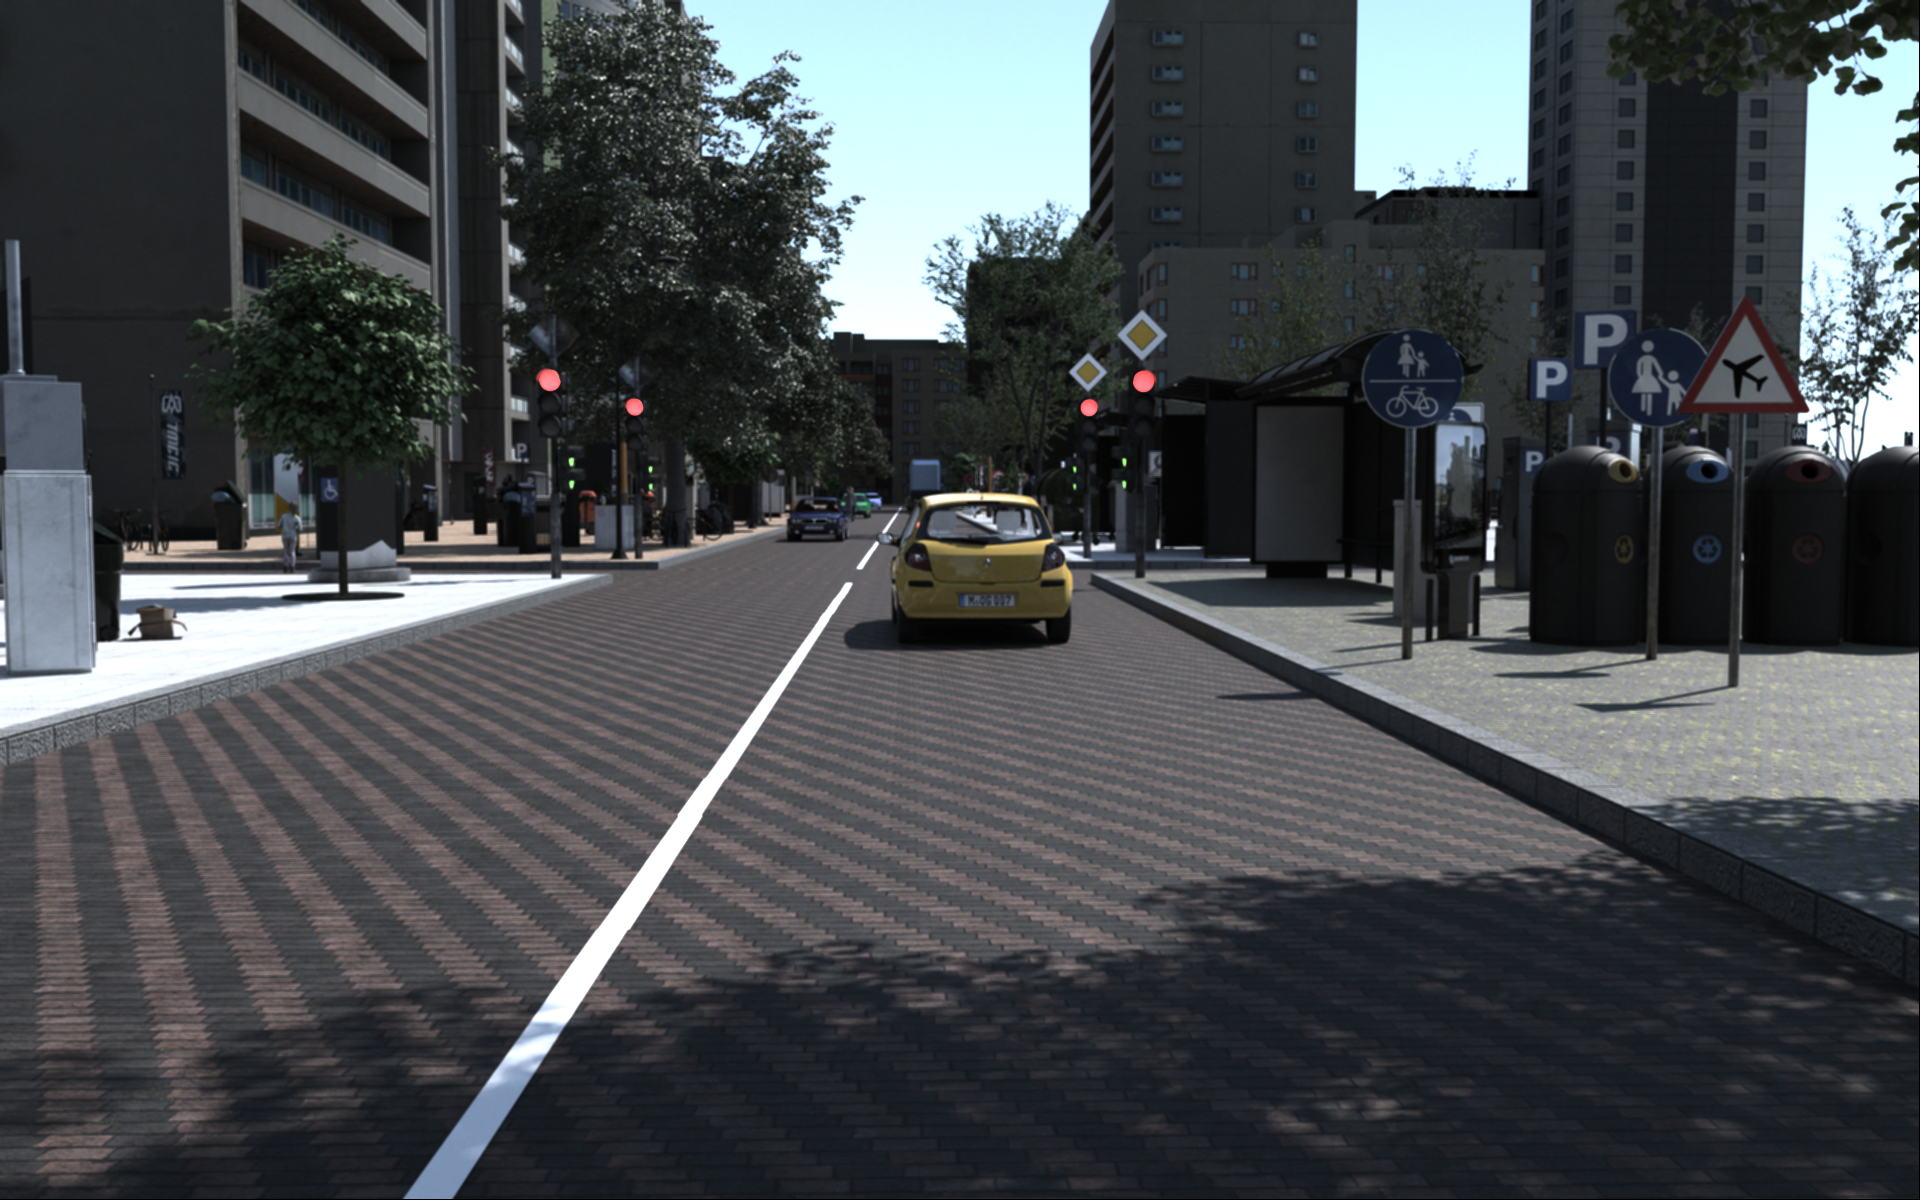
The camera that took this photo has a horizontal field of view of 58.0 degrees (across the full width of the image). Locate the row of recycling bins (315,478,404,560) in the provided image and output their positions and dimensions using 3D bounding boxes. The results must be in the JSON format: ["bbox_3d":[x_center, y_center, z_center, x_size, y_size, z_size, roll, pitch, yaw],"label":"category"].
[{"bbox_3d":[-12.173,-1.711,35.090,1.069,1.692,3.534,0,4,-1],"label":"row of recycling bins"}]

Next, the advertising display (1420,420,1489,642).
[{"bbox_3d":[4.375,-0.618,15.321,0.123,1.923,0.974,3,5,44],"label":"advertising display"}]

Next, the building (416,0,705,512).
[{"bbox_3d":[-35.389,-32.736,158.938,21.600,48.544,21.300,0,4,-2],"label":"building"}]

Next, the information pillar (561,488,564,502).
[{"bbox_3d":[-16.765,-4.232,73.691,0.304,2.012,0.304,1,4,14],"label":"information pillar"}]

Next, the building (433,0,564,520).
[{"bbox_3d":[-28.493,-24.705,87.529,14.154,41.232,14.086,0,4,-2],"label":"building"}]

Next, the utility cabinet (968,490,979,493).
[{"bbox_3d":[0.804,-5.830,104.000,0.318,1.500,1.173,1,4,21],"label":"utility cabinet"}]

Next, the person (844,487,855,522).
[{"bbox_3d":[-5.780,-4.951,89.551,0.767,1.812,0.694,-1,4,-15],"label":"person"}]

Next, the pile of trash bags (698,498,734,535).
[{"bbox_3d":[-8.891,-2.792,55.394,3.447,1.369,1.912,2,4,24],"label":"pile of trash bags"}]

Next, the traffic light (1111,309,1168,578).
[{"bbox_3d":[2.745,-2.296,26.453,0.839,4.253,0.868,0,4,-2],"label":"traffic light"}]

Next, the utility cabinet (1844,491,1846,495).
[{"bbox_3d":[19.017,-1.741,37.138,1.173,1.500,0.318,3,4,37],"label":"utility cabinet"}]

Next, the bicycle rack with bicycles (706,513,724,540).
[{"bbox_3d":[-8.227,-2.067,47.172,2.925,0.926,2.852,1,4,15],"label":"bicycle rack with bicycles"}]

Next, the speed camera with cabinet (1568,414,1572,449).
[{"bbox_3d":[14.967,-2.921,42.099,0.660,3.252,2.038,1,4,22],"label":"speed camera with cabinet"}]

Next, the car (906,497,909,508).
[{"bbox_3d":[-4.683,-10.295,180.677,2.083,1.381,4.827,0,4,-3],"label":"car"}]

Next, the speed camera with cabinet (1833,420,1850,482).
[{"bbox_3d":[23.857,-3.177,46.278,2.038,3.252,0.660,-1,4,-16],"label":"speed camera with cabinet"}]

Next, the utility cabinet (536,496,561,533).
[{"bbox_3d":[-13.563,-2.782,56.642,1.020,1.237,0.306,-1,4,-18],"label":"utility cabinet"}]

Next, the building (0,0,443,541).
[{"bbox_3d":[-30.912,-26.475,56.575,21.300,48.544,21.600,0,4,-2],"label":"building"}]

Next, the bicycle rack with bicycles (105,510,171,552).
[{"bbox_3d":[-19.197,-1.568,39.025,2.852,0.926,2.925,-2,4,-30],"label":"bicycle rack with bicycles"}]

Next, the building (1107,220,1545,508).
[{"bbox_3d":[27.047,-17.837,136.682,27.650,21.520,28.899,0,4,-2],"label":"building"}]

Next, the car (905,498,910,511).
[{"bbox_3d":[-3.705,-8.502,150.802,2.131,1.459,4.920,0,4,-2],"label":"car"}]

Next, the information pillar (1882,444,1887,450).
[{"bbox_3d":[43.124,-5.463,80.670,0.183,3.616,0.504,-2,4,-34],"label":"information pillar"}]

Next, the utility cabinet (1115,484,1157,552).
[{"bbox_3d":[3.894,-1.806,38.204,0.318,1.500,1.173,3,5,40],"label":"utility cabinet"}]

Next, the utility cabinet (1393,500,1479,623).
[{"bbox_3d":[4.861,-0.399,17.685,0.306,1.237,1.020,-2,4,-24],"label":"utility cabinet"}]

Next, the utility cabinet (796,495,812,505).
[{"bbox_3d":[-8.222,-4.823,90.018,1.020,1.237,0.306,0,4,-6],"label":"utility cabinet"}]

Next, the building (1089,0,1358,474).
[{"bbox_3d":[23.703,-32.861,160.985,21.300,48.544,21.600,0,4,-2],"label":"building"}]

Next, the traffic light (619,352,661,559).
[{"bbox_3d":[-6.341,-2.767,34.165,0.839,4.253,0.868,0,4,-2],"label":"traffic light"}]

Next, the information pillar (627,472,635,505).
[{"bbox_3d":[-10.746,-3.216,57.073,0.304,2.012,0.304,-2,4,-34],"label":"information pillar"}]

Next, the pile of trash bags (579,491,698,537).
[{"bbox_3d":[-9.853,-2.603,52.308,3.447,1.369,1.912,0,4,0],"label":"pile of trash bags"}]

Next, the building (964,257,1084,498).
[{"bbox_3d":[7.757,-27.049,213.953,14.107,30.474,14.160,0,4,-2],"label":"building"}]

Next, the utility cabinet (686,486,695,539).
[{"bbox_3d":[-7.741,-2.490,49.384,0.318,1.500,1.173,0,4,-6],"label":"utility cabinet"}]

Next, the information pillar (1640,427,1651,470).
[{"bbox_3d":[14.246,-2.713,35.720,0.183,3.616,0.504,1,4,9],"label":"information pillar"}]

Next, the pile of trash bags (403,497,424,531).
[{"bbox_3d":[-19.315,-3.049,59.596,1.912,1.369,3.447,0,4,0],"label":"pile of trash bags"}]

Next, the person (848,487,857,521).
[{"bbox_3d":[-5.819,-5.062,91.454,0.709,1.800,0.728,1,4,22],"label":"person"}]

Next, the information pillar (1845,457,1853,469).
[{"bbox_3d":[54.098,-6.977,105.433,0.504,3.616,0.183,3,4,37],"label":"information pillar"}]

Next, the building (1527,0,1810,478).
[{"bbox_3d":[63.764,-44.237,161.531,20.611,71.187,20.563,0,4,-2],"label":"building"}]

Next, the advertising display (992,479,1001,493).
[{"bbox_3d":[1.549,-4.153,73.119,0.123,1.923,0.974,-1,4,-15],"label":"advertising display"}]

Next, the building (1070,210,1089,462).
[{"bbox_3d":[26.593,-32.518,223.552,23.993,40.220,32.217,0,4,-2],"label":"building"}]

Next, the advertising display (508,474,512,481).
[{"bbox_3d":[-14.359,-3.066,55.340,0.123,1.923,0.974,-1,4,-15],"label":"advertising display"}]

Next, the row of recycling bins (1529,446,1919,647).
[{"bbox_3d":[6.717,-0.478,14.934,3.534,1.692,1.069,0,4,1],"label":"row of recycling bins"}]

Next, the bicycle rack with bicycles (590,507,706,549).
[{"bbox_3d":[-7.659,-1.743,41.886,2.852,0.926,2.925,0,4,-8],"label":"bicycle rack with bicycles"}]

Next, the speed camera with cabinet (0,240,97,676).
[{"bbox_3d":[-6.907,-1.147,13.084,0.660,3.252,2.038,-2,4,-28],"label":"speed camera with cabinet"}]

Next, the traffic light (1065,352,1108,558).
[{"bbox_3d":[2.516,-2.784,34.434,0.839,4.253,0.868,0,4,-2],"label":"traffic light"}]

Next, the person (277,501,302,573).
[{"bbox_3d":[-12.169,-1.141,31.441,0.425,1.301,0.394,-1,4,-23],"label":"person"}]

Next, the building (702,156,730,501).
[{"bbox_3d":[-43.232,-34.388,216.863,28.867,44.769,22.147,0,4,-2],"label":"building"}]

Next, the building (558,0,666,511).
[{"bbox_3d":[-33.306,-35.495,122.343,21.231,58.520,28.212,0,4,-2],"label":"building"}]

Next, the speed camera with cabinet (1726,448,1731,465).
[{"bbox_3d":[35.548,-5.233,79.895,0.660,3.252,2.038,3,5,44],"label":"speed camera with cabinet"}]

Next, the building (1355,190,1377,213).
[{"bbox_3d":[50.750,-32.562,224.269,23.993,40.220,32.217,0,4,-2],"label":"building"}]

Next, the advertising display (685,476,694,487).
[{"bbox_3d":[-10.055,-3.496,62.376,0.974,1.923,0.123,-2,4,-31],"label":"advertising display"}]

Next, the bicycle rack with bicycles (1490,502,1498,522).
[{"bbox_3d":[25.225,-4.091,80.274,2.925,0.926,2.852,0,4,4],"label":"bicycle rack with bicycles"}]

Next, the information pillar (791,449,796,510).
[{"bbox_3d":[-7.916,-5.569,82.399,0.183,3.616,0.504,-1,4,-21],"label":"information pillar"}]

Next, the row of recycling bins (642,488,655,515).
[{"bbox_3d":[-19.317,-6.041,105.891,1.069,1.692,3.534,0,4,6],"label":"row of recycling bins"}]

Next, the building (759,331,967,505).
[{"bbox_3d":[-13.947,-22.991,220.937,28.899,21.520,27.650,0,4,-2],"label":"building"}]

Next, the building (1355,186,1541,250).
[{"bbox_3d":[46.288,-24.153,166.603,14.107,30.474,14.160,0,4,-2],"label":"building"}]

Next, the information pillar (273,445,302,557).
[{"bbox_3d":[-13.817,-2.702,35.528,0.504,3.616,0.183,-3,5,-44],"label":"information pillar"}]

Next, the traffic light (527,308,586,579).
[{"bbox_3d":[-6.112,-2.279,26.184,0.839,4.253,0.868,0,4,-2],"label":"traffic light"}]
